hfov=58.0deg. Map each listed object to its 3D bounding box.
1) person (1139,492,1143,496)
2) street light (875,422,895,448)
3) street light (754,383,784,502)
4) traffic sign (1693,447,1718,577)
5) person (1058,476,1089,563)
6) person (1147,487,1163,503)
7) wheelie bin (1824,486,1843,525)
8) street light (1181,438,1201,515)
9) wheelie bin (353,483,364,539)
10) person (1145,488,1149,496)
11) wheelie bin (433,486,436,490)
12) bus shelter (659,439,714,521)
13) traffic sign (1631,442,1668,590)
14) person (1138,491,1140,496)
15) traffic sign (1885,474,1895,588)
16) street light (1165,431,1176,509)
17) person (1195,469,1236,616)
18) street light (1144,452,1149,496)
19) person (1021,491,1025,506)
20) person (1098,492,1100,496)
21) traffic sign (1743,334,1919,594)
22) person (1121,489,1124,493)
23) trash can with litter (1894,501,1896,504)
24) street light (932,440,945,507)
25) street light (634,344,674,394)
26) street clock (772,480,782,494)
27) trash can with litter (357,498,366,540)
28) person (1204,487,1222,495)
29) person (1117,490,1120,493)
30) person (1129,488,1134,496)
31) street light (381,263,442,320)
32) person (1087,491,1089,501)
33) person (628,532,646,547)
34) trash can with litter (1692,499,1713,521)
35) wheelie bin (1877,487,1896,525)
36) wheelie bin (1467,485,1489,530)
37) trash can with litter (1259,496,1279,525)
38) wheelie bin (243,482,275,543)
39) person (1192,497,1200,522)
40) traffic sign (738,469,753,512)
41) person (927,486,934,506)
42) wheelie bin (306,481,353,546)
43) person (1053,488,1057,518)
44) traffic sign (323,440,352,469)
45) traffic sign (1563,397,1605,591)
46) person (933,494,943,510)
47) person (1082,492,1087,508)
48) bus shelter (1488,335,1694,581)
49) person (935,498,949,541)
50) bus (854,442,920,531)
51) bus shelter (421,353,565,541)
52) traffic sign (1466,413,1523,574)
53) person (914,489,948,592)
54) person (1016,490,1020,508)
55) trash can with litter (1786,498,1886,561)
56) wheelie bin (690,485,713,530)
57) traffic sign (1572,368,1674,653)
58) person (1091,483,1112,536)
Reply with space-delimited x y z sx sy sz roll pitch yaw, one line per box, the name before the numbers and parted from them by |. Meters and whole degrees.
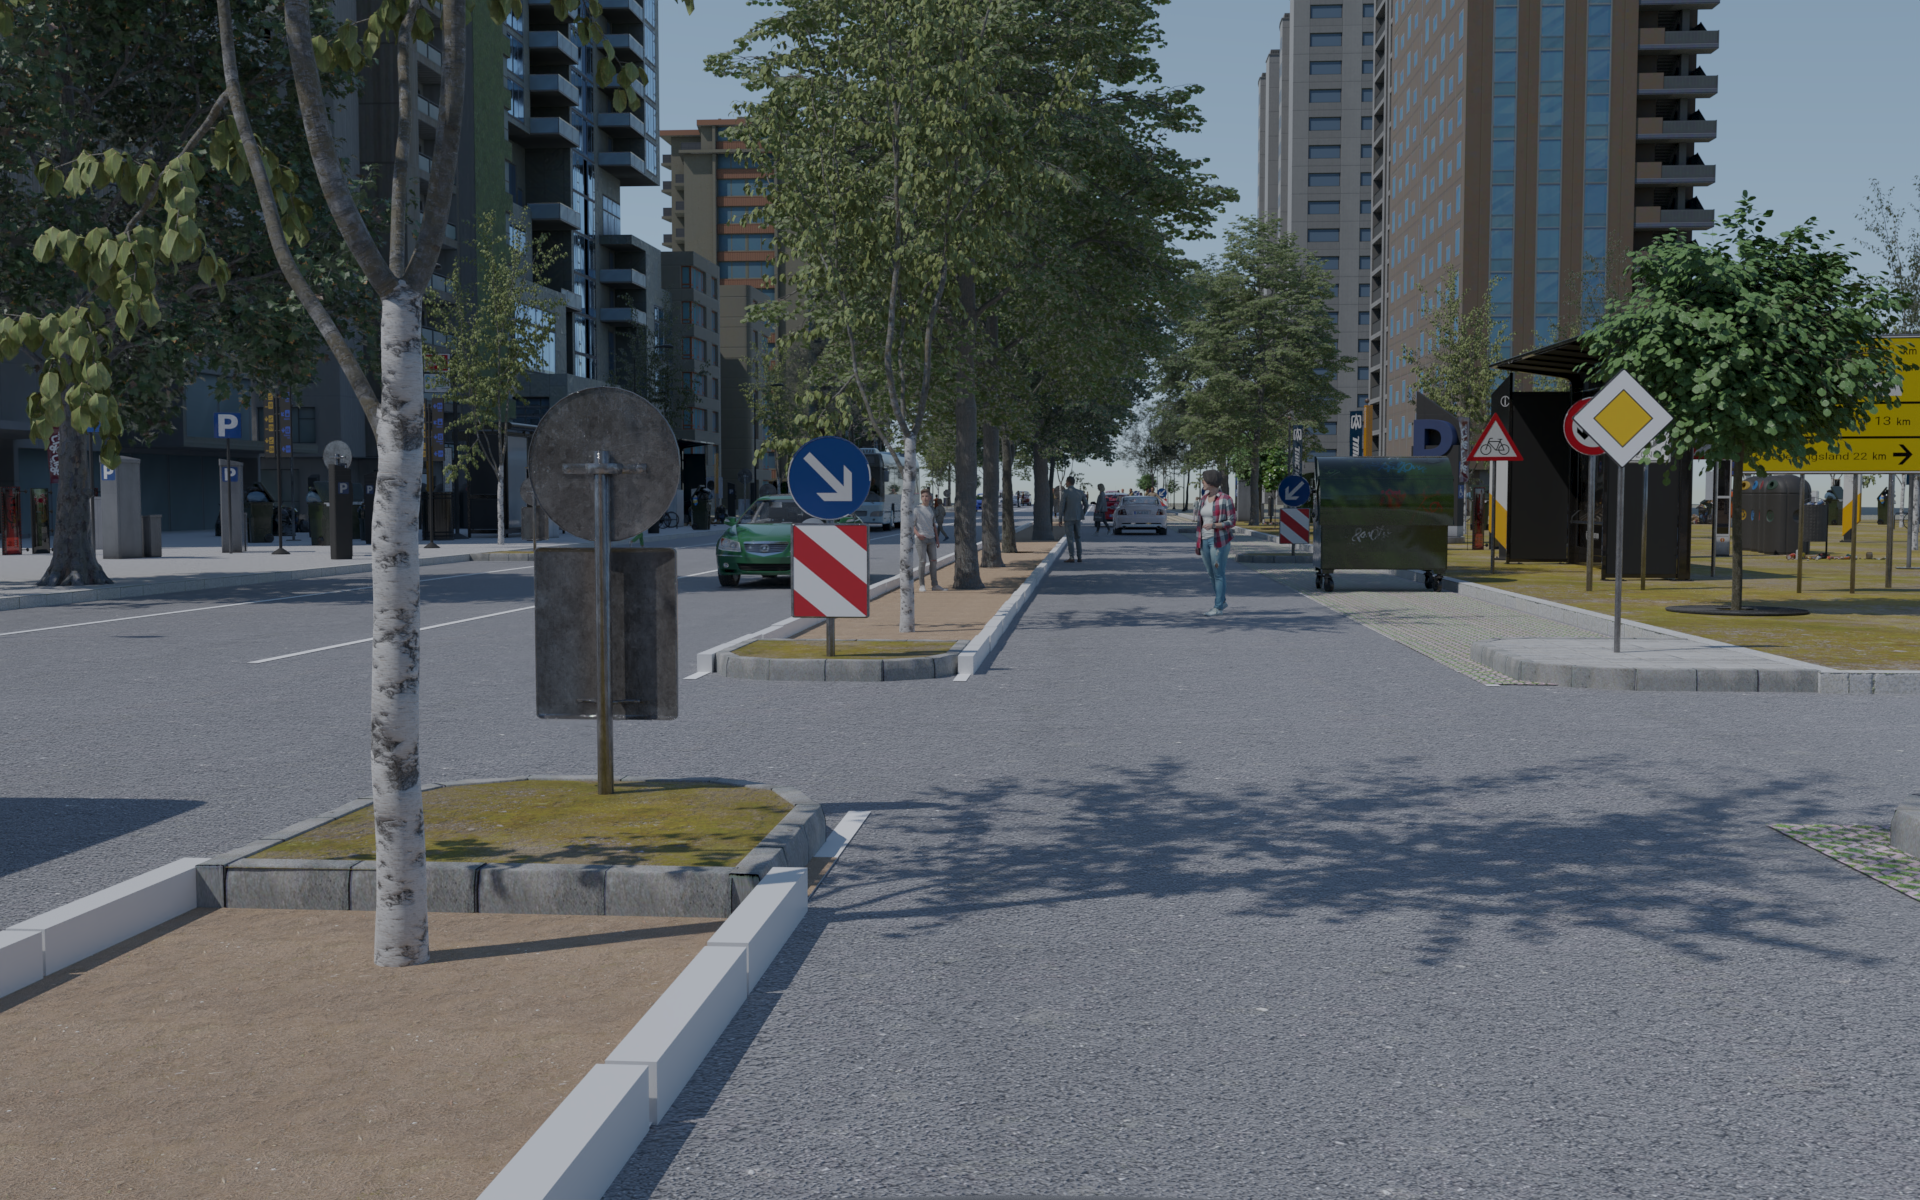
person | 8.482 -4.272 80.941 0.523 1.515 0.503 2 4 31
street light | -4.873 -8.484 111.261 1.470 5.913 1.316 0 4 5
street light | -8.089 -6.137 72.886 1.470 5.913 1.316 0 4 5
traffic sign | 11.698 -1.641 26.836 0.884 2.594 0.081 1 4 14
person | 2.359 -1.689 36.219 0.635 1.810 0.391 -2 4 -32
person | 10.225 -5.109 92.035 1.348 1.823 0.705 2 4 31
wheelie bin | 35.888 -3.860 71.026 0.980 1.594 0.693 -2 4 -25
street light | 14.437 -8.285 107.995 1.470 5.913 1.316 0 4 5
wheelie bin | -17.339 -2.526 49.201 0.980 1.594 0.693 -3 5 -41
person | 11.278 -5.838 104.042 0.705 1.812 1.348 0 4 -2
wheelie bin | -20.239 -3.616 67.035 0.980 1.594 0.693 -1 4 -18
bus shelter | -12.408 -5.226 76.728 1.731 3.624 6.357 0 4 5
traffic sign | 9.110 -1.279 23.037 0.606 2.300 0.079 1 4 9
person | 21.225 -12.028 205.021 0.709 1.838 0.599 1 4 21
traffic sign | 12.702 -1.438 23.620 0.768 2.556 0.104 1 4 8
street light | 15.898 -9.454 127.110 1.470 5.913 1.316 0 4 5
person | 3.039 -0.680 20.457 0.643 1.720 0.563 -2 4 -34
street light | 21.063 -13.279 189.646 1.470 5.913 1.316 0 4 5
person | 7.232 -11.741 200.993 0.721 1.766 1.217 1 4 15
person | 15.735 -11.246 193.158 1.217 1.735 0.721 -3 5 -41
traffic sign | 11.184 -1.737 22.271 2.265 3.308 0.079 1 4 9
person | 9.765 -5.800 103.882 0.990 1.755 0.434 1 4 20
trash can with litter | 45.523 -4.496 84.903 0.624 1.170 1.055 2 4 30
street light | -1.809 -10.845 149.857 1.470 5.913 1.316 0 4 5
street light | -9.579 -4.978 53.931 1.470 5.913 1.316 0 4 5
street clock | -9.183 -5.048 87.103 0.471 2.002 0.358 -1 4 -17
trash can with litter | -16.050 -2.224 47.744 1.055 1.170 0.624 -1 4 -20
person | 6.507 -2.176 44.177 0.679 1.850 0.850 2 4 32
person | 11.609 -7.228 127.461 1.217 1.735 0.721 2 4 31
person | 11.196 -6.432 113.759 0.705 1.812 1.348 -1 4 -17
street light | -11.106 -3.819 34.980 1.470 5.913 1.316 0 4 5
person | 17.859 -14.332 242.925 0.705 1.812 1.348 0 4 -6
person | -8.459 -2.001 45.467 0.590 1.304 0.306 -3 4 -37
trash can with litter | 35.576 -4.384 83.066 1.055 1.170 0.624 0 4 2
wheelie bin | 38.656 -3.938 72.297 0.693 1.594 0.980 2 4 31
wheelie bin | 18.345 -3.265 61.296 0.980 1.594 0.693 1 4 10
trash can with litter | 13.002 -3.801 73.210 1.678 1.210 2.233 1 4 15
wheelie bin | -18.462 -2.304 45.584 0.693 1.594 0.980 -3 4 -38
person | 11.982 -4.609 88.142 0.394 1.301 0.425 3 4 38
traffic sign | -10.717 -5.272 86.303 0.768 2.556 0.104 1 4 9
person | -1.522 -4.653 84.775 0.606 1.804 0.583 1 4 18
wheelie bin | -15.811 -2.150 43.068 0.693 1.594 0.980 2 4 32
person | 5.698 -5.927 105.494 1.348 1.812 0.705 0 3 0
traffic sign | -14.750 -2.502 41.014 0.768 2.556 0.104 1 4 13
traffic sign | 8.306 -1.387 22.784 0.768 2.556 0.104 0 4 6
person | -1.379 -5.440 100.696 1.065 1.426 0.557 -2 4 -33
person | 11.062 -8.854 154.180 0.541 1.710 0.530 1 4 19
bus shelter | 10.247 -2.278 28.527 1.731 3.624 6.357 0 4 4
person | -0.612 -2.440 52.659 0.640 1.303 0.475 2 4 24
bus | -3.635 -4.617 70.354 2.948 3.499 13.247 0 4 5
bus shelter | -13.930 -4.538 51.824 2.179 5.291 8.768 0 4 5
traffic sign | 8.590 -1.704 27.869 0.884 2.594 0.081 1 4 11
person | -0.475 -0.875 25.394 0.523 1.515 0.503 2 4 25
person | 6.108 -10.653 182.689 0.705 1.822 1.348 0 4 2
trash can with litter | 17.199 -1.402 33.979 2.233 1.210 1.678 0 4 6
wheelie bin | -9.252 -3.316 62.121 0.693 1.594 0.980 0 4 8
traffic sign | 5.313 -0.631 13.951 0.795 2.450 0.064 0 4 5
person | 4.840 -3.083 59.082 0.728 1.800 0.709 0 4 7
